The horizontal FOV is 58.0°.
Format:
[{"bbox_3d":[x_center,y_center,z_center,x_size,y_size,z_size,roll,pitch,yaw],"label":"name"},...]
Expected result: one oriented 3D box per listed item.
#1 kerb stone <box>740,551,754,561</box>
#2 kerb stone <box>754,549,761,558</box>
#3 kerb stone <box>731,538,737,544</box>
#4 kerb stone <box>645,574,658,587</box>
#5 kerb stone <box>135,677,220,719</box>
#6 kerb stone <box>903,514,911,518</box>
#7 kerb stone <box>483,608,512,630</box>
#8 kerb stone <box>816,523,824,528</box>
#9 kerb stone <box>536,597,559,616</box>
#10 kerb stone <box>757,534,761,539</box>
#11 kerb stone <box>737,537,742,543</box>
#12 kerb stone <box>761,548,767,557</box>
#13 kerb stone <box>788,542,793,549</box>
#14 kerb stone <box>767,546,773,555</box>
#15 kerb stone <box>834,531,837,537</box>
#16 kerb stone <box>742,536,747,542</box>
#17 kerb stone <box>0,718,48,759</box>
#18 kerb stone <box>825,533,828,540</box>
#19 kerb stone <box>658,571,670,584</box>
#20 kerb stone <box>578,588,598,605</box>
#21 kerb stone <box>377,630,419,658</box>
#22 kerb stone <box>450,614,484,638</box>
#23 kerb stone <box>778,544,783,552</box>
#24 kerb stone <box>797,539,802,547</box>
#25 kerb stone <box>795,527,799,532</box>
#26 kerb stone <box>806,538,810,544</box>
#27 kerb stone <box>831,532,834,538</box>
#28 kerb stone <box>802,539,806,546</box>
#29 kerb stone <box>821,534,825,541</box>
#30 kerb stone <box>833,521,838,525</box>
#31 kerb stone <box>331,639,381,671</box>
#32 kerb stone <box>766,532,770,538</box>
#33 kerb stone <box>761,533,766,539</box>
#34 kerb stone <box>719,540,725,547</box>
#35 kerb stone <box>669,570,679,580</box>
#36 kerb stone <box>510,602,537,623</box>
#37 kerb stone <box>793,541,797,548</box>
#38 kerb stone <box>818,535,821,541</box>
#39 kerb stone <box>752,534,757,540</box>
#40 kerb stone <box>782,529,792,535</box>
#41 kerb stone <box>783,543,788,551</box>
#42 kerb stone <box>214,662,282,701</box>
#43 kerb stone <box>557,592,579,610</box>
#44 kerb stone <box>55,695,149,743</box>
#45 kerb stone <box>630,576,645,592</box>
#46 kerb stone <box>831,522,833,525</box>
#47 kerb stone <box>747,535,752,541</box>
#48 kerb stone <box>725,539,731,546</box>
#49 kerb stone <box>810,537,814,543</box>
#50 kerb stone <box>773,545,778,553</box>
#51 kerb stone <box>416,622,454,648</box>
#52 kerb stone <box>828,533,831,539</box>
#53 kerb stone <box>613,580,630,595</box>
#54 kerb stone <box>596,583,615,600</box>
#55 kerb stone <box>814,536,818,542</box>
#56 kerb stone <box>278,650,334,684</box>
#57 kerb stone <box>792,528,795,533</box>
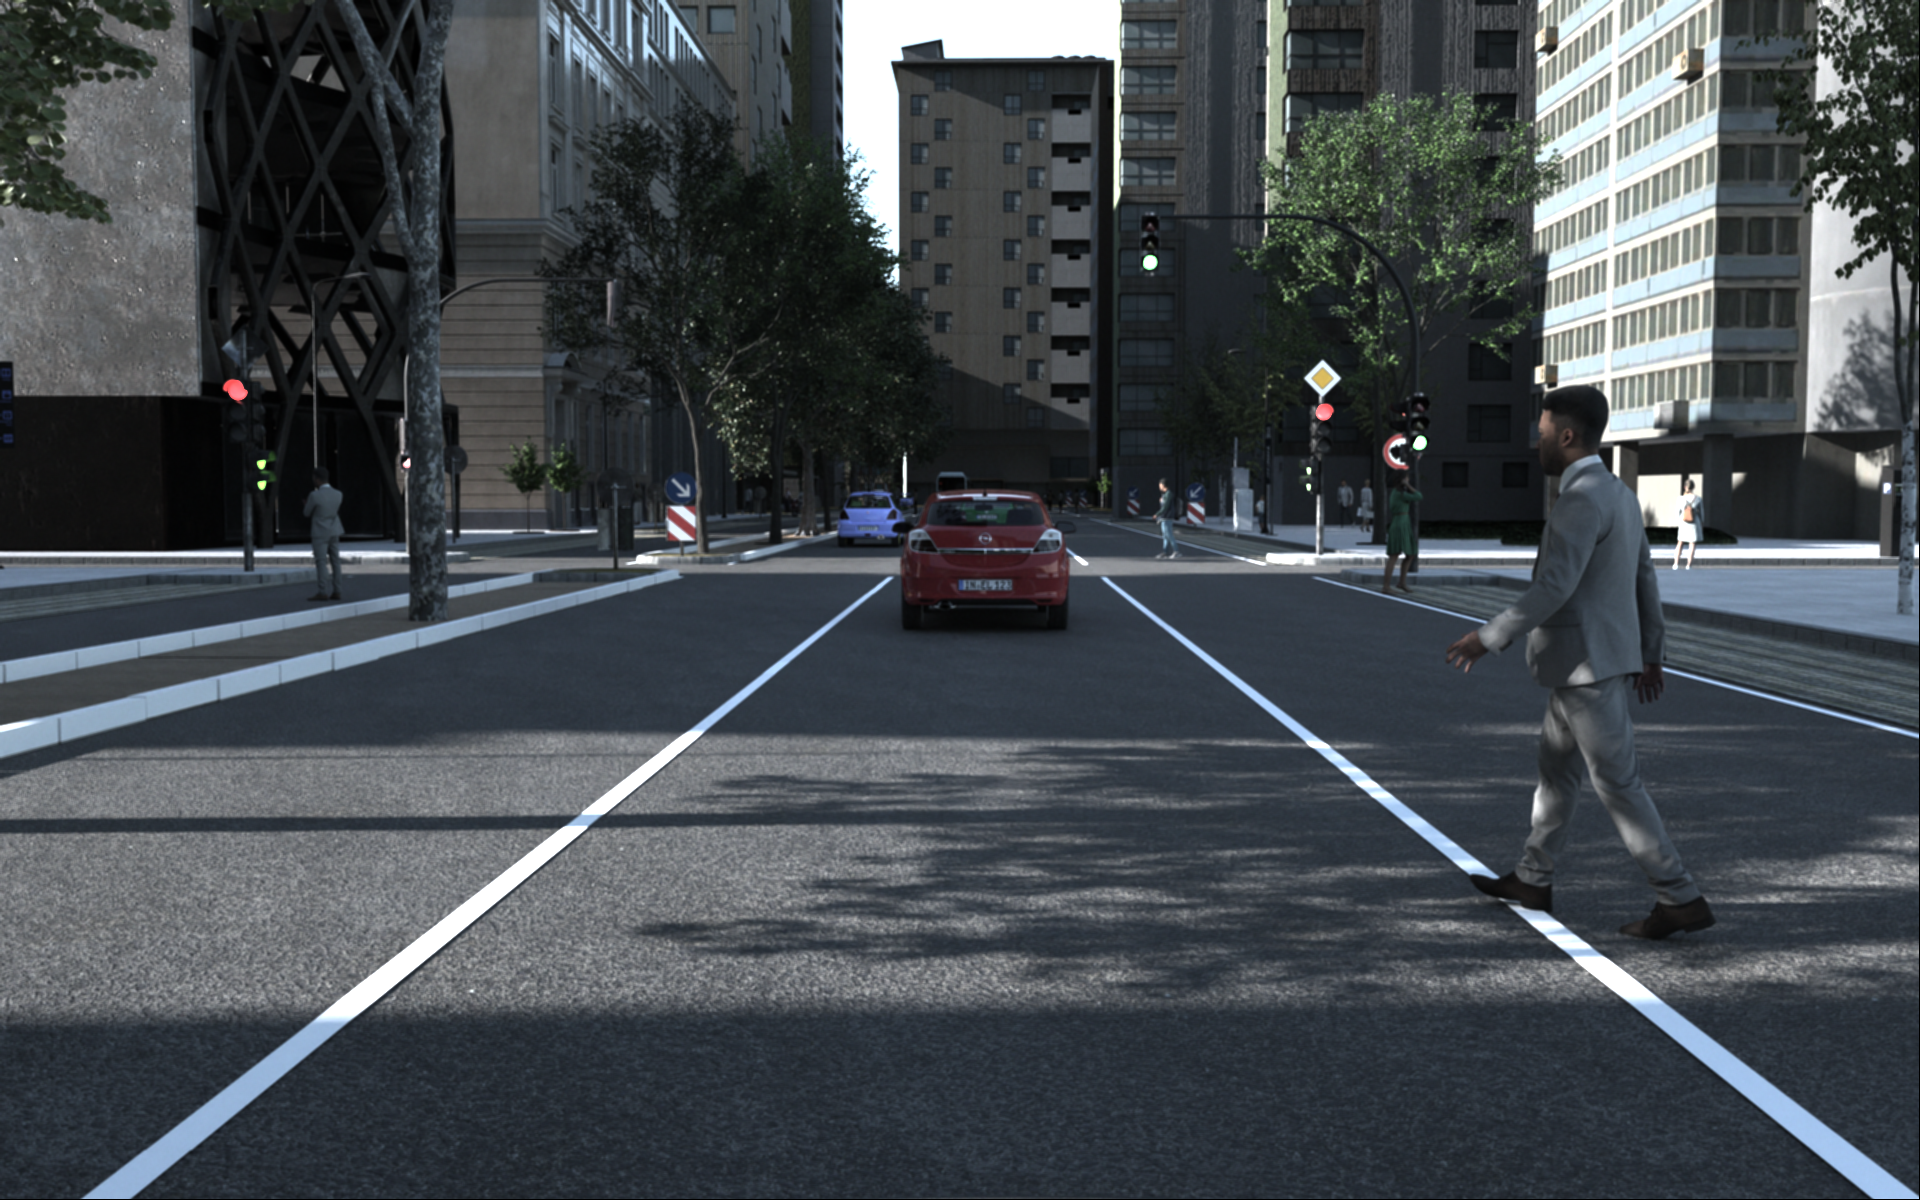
[{"bbox_3d":[-4.658,-0.945,37.658,0.120,0.150,1.000,0,4,1],"label":"kerb stone"},{"bbox_3d":[-4.634,-1.008,38.680,0.120,0.150,1.000,0,4,1],"label":"kerb stone"},{"bbox_3d":[-6.518,-1.638,48.983,0.120,0.150,1.000,0,4,1],"label":"kerb stone"},{"bbox_3d":[-4.889,-0.282,26.861,0.120,0.150,1.000,0,4,1],"label":"kerb stone"},{"bbox_3d":[-5.208,0.655,11.481,0.120,0.150,1.000,0,4,1],"label":"kerb stone"},{"bbox_3d":[-3.232,-5.148,106.360,0.120,0.150,1.000,0,4,1],"label":"kerb stone"},{"bbox_3d":[-5.048,0.217,18.651,0.120,0.150,1.000,0,4,1],"label":"kerb stone"},{"bbox_3d":[-5.992,-3.199,74.583,0.120,0.150,1.000,0,4,1],"label":"kerb stone"},{"bbox_3d":[-5.009,0.092,20.699,0.120,0.150,1.000,0,4,1],"label":"kerb stone"},{"bbox_3d":[-6.421,-1.952,54.113,0.120,0.150,1.000,0,4,1],"label":"kerb stone"},{"bbox_3d":[-6.497,-1.701,50.010,0.120,0.150,1.000,0,4,1],"label":"kerb stone"},{"bbox_3d":[-4.615,-1.070,39.703,0.120,0.150,1.000,0,4,1],"label":"kerb stone"},{"bbox_3d":[-4.510,-1.384,44.830,0.120,0.150,1.000,0,4,1],"label":"kerb stone"},{"bbox_3d":[-4.591,-1.133,40.725,0.120,0.150,1.000,0,4,1],"label":"kerb stone"},{"bbox_3d":[-4.255,-2.138,57.151,0.120,0.150,1.000,0,4,1],"label":"kerb stone"},{"bbox_3d":[-6.483,-1.764,51.037,0.120,0.150,1.000,0,4,1],"label":"kerb stone"},{"bbox_3d":[-5.243,0.780,9.435,0.120,0.150,1.000,0,4,1],"label":"kerb stone"},{"bbox_3d":[-4.312,-1.950,54.071,0.120,0.150,1.000,0,4,1],"label":"kerb stone"},{"bbox_3d":[-4.857,-0.340,27.882,0.120,0.150,1.000,0,4,1],"label":"kerb stone"},{"bbox_3d":[-4.965,-0.034,22.755,0.120,0.150,1.000,0,4,1],"label":"kerb stone"},{"bbox_3d":[-5.116,0.405,15.576,0.120,0.150,1.000,0,4,1],"label":"kerb stone"},{"bbox_3d":[-5.074,0.281,17.619,0.120,0.150,1.000,0,4,1],"label":"kerb stone"},{"bbox_3d":[-4.551,-1.259,42.779,0.120,0.150,1.000,0,4,1],"label":"kerb stone"},{"bbox_3d":[-4.464,-1.510,46.878,0.120,0.150,1.000,0,4,1],"label":"kerb stone"},{"bbox_3d":[-6.203,-2.578,64.355,0.120,0.150,1.000,0,4,1],"label":"kerb stone"},{"bbox_3d":[-4.434,-1.631,48.927,0.120,0.150,1.000,0,4,1],"label":"kerb stone"},{"bbox_3d":[-4.269,-2.075,56.129,0.120,0.150,1.000,0,4,1],"label":"kerb stone"},{"bbox_3d":[-4.447,-1.568,47.905,0.120,0.150,1.000,0,4,1],"label":"kerb stone"},{"bbox_3d":[-4.336,-1.884,53.042,0.120,0.150,1.000,0,4,1],"label":"kerb stone"},{"bbox_3d":[-5.865,-3.573,80.739,0.120,0.150,1.000,0,4,1],"label":"kerb stone"},{"bbox_3d":[-5.124,0.468,14.548,0.120,0.150,1.000,0,4,1],"label":"kerb stone"},{"bbox_3d":[-6.366,-2.077,56.157,0.120,0.150,1.000,0,4,1],"label":"kerb stone"},{"bbox_3d":[-6.392,-2.015,55.135,0.120,0.150,1.000,0,4,1],"label":"kerb stone"},{"bbox_3d":[-6.570,-1.512,46.938,0.120,0.150,1.000,0,4,1],"label":"kerb stone"},{"bbox_3d":[-4.839,-0.407,28.908,0.120,0.150,1.000,0,4,1],"label":"kerb stone"},{"bbox_3d":[-5.031,0.156,19.677,0.120,0.150,1.000,0,4,1],"label":"kerb stone"},{"bbox_3d":[-4.489,-1.446,45.856,0.120,0.150,1.000,0,4,1],"label":"kerb stone"},{"bbox_3d":[-4.357,-1.823,52.007,0.120,0.150,1.000,0,4,1],"label":"kerb stone"},{"bbox_3d":[-6.439,-1.889,53.088,0.120,0.150,1.000,0,4,1],"label":"kerb stone"},{"bbox_3d":[-6.247,-2.449,62.308,0.120,0.150,1.000,0,4,1],"label":"kerb stone"},{"bbox_3d":[-4.533,-1.322,43.804,0.120,0.150,1.000,0,4,1],"label":"kerb stone"},{"bbox_3d":[-5.178,0.593,12.502,0.120,0.150,1.000,0,4,1],"label":"kerb stone"},{"bbox_3d":[-4.988,0.029,21.721,0.120,0.150,1.000,0,4,1],"label":"kerb stone"},{"bbox_3d":[-5.220,0.723,10.457,0.120,0.150,1.000,0,4,1],"label":"kerb stone"},{"bbox_3d":[-4.893,-0.223,25.838,0.120,0.150,1.000,0,4,1],"label":"kerb stone"},{"bbox_3d":[-5.928,-3.387,77.665,0.120,0.150,1.000,0,4,1],"label":"kerb stone"},{"bbox_3d":[-6.462,-1.827,52.066,0.120,0.150,1.000,0,4,1],"label":"kerb stone"},{"bbox_3d":[-6.544,-1.576,47.960,0.120,0.150,1.000,0,4,1],"label":"kerb stone"},{"bbox_3d":[-4.400,-1.697,49.948,0.120,0.150,1.000,0,4,1],"label":"kerb stone"},{"bbox_3d":[-4.567,-1.192,41.748,0.120,0.150,1.000,0,4,1],"label":"kerb stone"},{"bbox_3d":[-5.086,0.342,16.598,0.120,0.150,1.000,0,4,1],"label":"kerb stone"},{"bbox_3d":[-4.292,-2.013,55.100,0.120,0.150,1.000,0,4,1],"label":"kerb stone"},{"bbox_3d":[-4.932,-0.160,24.806,0.120,0.150,1.000,0,4,1],"label":"kerb stone"},{"bbox_3d":[-4.945,-0.096,23.785,0.120,0.150,1.000,0,4,1],"label":"kerb stone"},{"bbox_3d":[-4.373,-1.760,50.977,0.120,0.150,1.000,0,4,1],"label":"kerb stone"},{"bbox_3d":[-5.157,0.530,13.525,0.120,0.150,1.000,0,4,1],"label":"kerb stone"},{"bbox_3d":[-6.229,-2.516,63.332,0.120,0.150,1.000,0,4,1],"label":"kerb stone"}]
